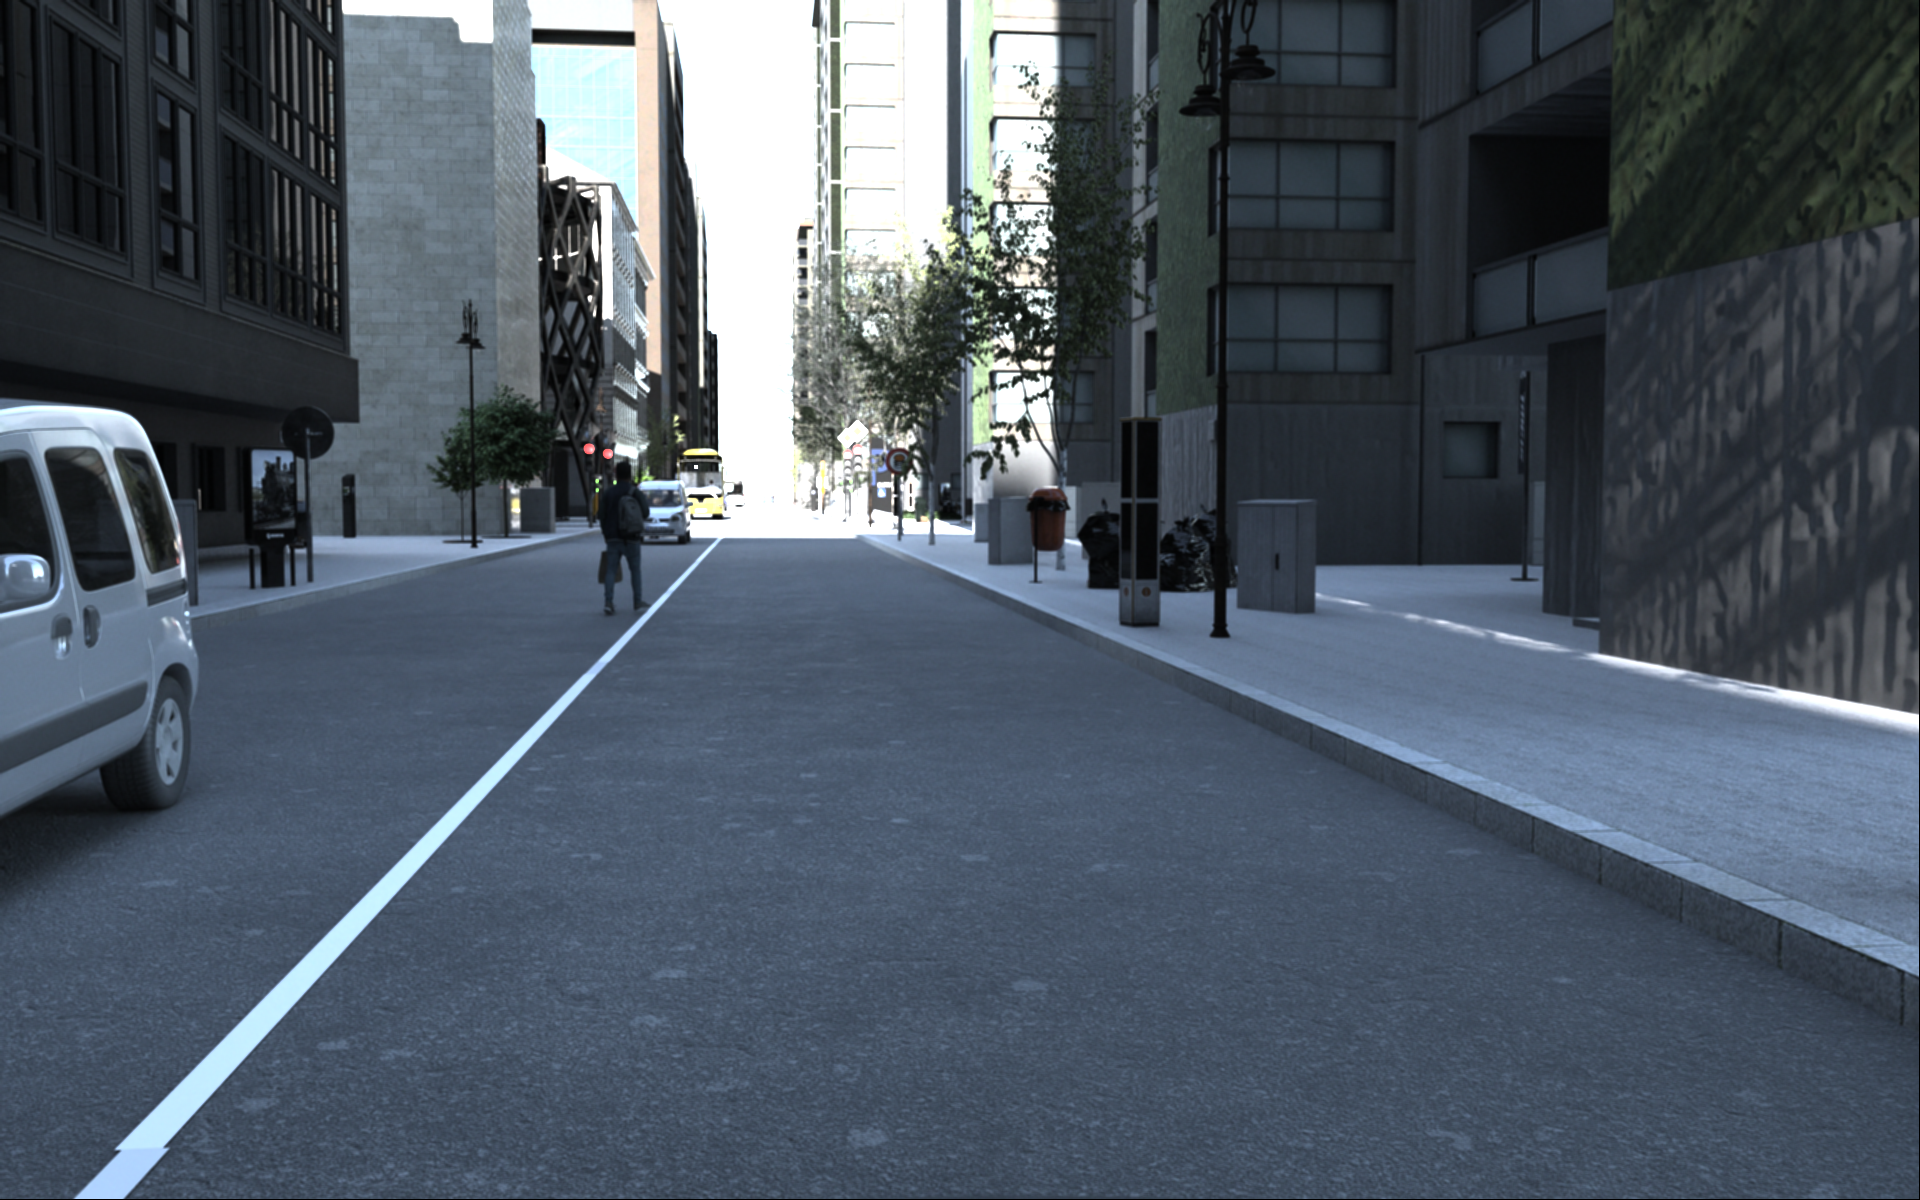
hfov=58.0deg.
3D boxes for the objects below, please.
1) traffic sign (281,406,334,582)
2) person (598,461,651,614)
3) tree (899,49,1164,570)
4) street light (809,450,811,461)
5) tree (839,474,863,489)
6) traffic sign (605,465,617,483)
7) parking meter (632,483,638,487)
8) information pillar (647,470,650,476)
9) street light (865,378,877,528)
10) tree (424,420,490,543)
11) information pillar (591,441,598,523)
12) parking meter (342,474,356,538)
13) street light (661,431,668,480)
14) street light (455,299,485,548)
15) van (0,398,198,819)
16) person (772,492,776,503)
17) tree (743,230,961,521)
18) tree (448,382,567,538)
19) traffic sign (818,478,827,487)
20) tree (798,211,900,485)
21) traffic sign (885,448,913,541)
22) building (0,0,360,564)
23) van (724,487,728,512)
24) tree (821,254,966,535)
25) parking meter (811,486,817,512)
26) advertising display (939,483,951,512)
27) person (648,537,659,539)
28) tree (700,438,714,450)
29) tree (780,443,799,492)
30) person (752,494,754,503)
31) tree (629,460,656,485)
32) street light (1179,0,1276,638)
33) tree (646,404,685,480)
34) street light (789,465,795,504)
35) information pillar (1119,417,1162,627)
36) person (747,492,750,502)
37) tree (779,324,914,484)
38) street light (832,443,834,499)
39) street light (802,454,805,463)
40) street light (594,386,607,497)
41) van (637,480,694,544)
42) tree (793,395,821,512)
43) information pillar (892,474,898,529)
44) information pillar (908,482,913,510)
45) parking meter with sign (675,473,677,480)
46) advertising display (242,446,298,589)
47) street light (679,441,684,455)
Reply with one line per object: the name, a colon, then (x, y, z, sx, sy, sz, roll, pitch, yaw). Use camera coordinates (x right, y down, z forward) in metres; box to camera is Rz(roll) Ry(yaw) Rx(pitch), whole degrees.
traffic sign: (-9.486, -1.535, 25.208, 0.768, 2.556, 0.104, 0, 3, 0)
person: (-4.060, -0.746, 20.687, 0.794, 1.824, 0.713, 1, 4, 22)
tree: (1.610, -4.820, 29.176, 4.737, 8.622, 4.395, 0, 3, 0)
street light: (-12.873, -10.772, 148.907, 0.468, 5.910, 1.993, 0, 4, -6)
tree: (-6.725, -6.780, 105.456, 1.663, 3.219, 1.824, 0, 3, 0)
traffic sign: (-15.380, -4.701, 76.959, 0.768, 2.556, 0.104, 0, 4, -1)
parking meter: (-16.893, -5.159, 90.066, 0.255, 1.863, 0.399, -1, 4, -22)
information pillar: (-26.093, -9.383, 144.774, 0.504, 3.616, 0.183, 3, 5, 42)
street light: (-3.406, -5.687, 65.775, 0.468, 5.910, 1.993, 0, 4, -6)
tree: (-13.271, -3.122, 45.651, 1.663, 3.219, 1.824, 0, 3, 0)
information pillar: (-16.103, -5.191, 76.221, 0.183, 3.616, 0.504, -3, 4, -38)
parking meter: (-17.934, -2.760, 50.829, 0.255, 1.863, 0.399, 0, 4, 2)
street light: (-21.131, -9.262, 124.218, 0.468, 5.910, 1.993, 0, 4, -6)
street light: (-11.620, -4.187, 41.253, 0.468, 5.910, 1.993, 0, 4, -6)
van: (-4.228, 0.034, 6.449, 2.013, 2.044, 4.112, 0, 4, -8)
person: (-28.427, -15.641, 264.776, 0.990, 1.755, 0.434, 3, 4, 36)
tree: (-4.977, -10.435, 80.977, 12.009, 13.543, 11.850, 0, 3, 0)
tree: (-13.282, -4.108, 50.878, 4.285, 4.588, 4.351, 0, 3, 0)
traffic sign: (-8.583, -6.468, 107.888, 0.606, 2.300, 0.079, 0, 4, -3)
tree: (-0.952, -5.702, 43.589, 4.737, 8.622, 4.395, 0, 3, 0)
traffic sign: (-1.664, -2.903, 47.564, 0.768, 2.556, 0.104, 0, 4, -5)
building: (-18.568, -14.122, 24.405, 14.314, 27.812, 24.014, 0, 4, -6)
van: (-20.315, -8.516, 143.625, 2.240, 2.365, 5.245, 0, 4, -6)
tree: (-1.820, -6.327, 53.810, 4.360, 8.622, 3.978, 0, 3, 0)
parking meter: (-10.193, -7.038, 120.774, 0.399, 1.863, 0.255, 0, 4, -3)
advertising display: (-0.882, -5.772, 99.583, 0.123, 1.923, 0.974, 3, 4, 37)
person: (-9.817, -2.615, 55.541, 0.394, 1.301, 0.425, 0, 4, 7)
tree: (-33.802, -16.761, 224.401, 4.737, 8.622, 4.395, 0, 3, 0)
tree: (-22.114, -17.358, 234.172, 4.737, 8.622, 4.395, 0, 3, 0)
person: (-34.269, -16.799, 286.429, 0.557, 1.426, 1.065, -2, 4, -28)
tree: (-18.136, -6.358, 98.548, 1.663, 3.219, 1.824, 0, 3, 0)
street light: (2.334, -2.605, 15.374, 0.468, 5.910, 1.993, 0, 4, -6)
tree: (-24.078, -11.508, 138.519, 4.737, 8.622, 4.395, 0, 3, 0)
street light: (-21.548, -15.420, 224.900, 0.468, 5.910, 1.993, 0, 4, -6)
information pillar: (1.747, -0.753, 16.808, 0.304, 2.012, 0.304, -1, 4, -21)
person: (-36.702, -17.811, 300.373, 0.621, 1.740, 0.551, 2, 4, 27)
tree: (-6.094, -9.665, 92.430, 7.601, 10.594, 8.767, -2, 4, -25)
street light: (-7.247, -7.716, 98.939, 0.468, 5.910, 1.993, 0, 4, -6)
street light: (-15.817, -12.369, 175.018, 0.468, 5.910, 1.993, 0, 4, -6)
street light: (-15.333, -6.198, 74.132, 0.468, 5.910, 1.993, 0, 4, -6)
van: (-8.770, -2.668, 50.638, 2.013, 2.044, 4.112, 0, 4, -6)
tree: (-10.242, -10.774, 126.518, 4.360, 8.622, 3.978, 0, 3, 0)
information pillar: (-2.284, -3.574, 62.922, 0.304, 2.012, 0.304, 0, 4, 8)
information pillar: (-3.048, -6.268, 106.980, 0.304, 2.012, 0.304, 0, 4, -5)
parking meter with sign: (-23.463, -9.052, 144.258, 0.543, 3.016, 1.738, -1, 4, -11)
advertising display: (-9.447, -1.134, 23.760, 0.123, 1.923, 0.974, 1, 4, 16)
street light: (-24.018, -10.817, 149.642, 0.468, 5.910, 1.993, 0, 4, -6)
